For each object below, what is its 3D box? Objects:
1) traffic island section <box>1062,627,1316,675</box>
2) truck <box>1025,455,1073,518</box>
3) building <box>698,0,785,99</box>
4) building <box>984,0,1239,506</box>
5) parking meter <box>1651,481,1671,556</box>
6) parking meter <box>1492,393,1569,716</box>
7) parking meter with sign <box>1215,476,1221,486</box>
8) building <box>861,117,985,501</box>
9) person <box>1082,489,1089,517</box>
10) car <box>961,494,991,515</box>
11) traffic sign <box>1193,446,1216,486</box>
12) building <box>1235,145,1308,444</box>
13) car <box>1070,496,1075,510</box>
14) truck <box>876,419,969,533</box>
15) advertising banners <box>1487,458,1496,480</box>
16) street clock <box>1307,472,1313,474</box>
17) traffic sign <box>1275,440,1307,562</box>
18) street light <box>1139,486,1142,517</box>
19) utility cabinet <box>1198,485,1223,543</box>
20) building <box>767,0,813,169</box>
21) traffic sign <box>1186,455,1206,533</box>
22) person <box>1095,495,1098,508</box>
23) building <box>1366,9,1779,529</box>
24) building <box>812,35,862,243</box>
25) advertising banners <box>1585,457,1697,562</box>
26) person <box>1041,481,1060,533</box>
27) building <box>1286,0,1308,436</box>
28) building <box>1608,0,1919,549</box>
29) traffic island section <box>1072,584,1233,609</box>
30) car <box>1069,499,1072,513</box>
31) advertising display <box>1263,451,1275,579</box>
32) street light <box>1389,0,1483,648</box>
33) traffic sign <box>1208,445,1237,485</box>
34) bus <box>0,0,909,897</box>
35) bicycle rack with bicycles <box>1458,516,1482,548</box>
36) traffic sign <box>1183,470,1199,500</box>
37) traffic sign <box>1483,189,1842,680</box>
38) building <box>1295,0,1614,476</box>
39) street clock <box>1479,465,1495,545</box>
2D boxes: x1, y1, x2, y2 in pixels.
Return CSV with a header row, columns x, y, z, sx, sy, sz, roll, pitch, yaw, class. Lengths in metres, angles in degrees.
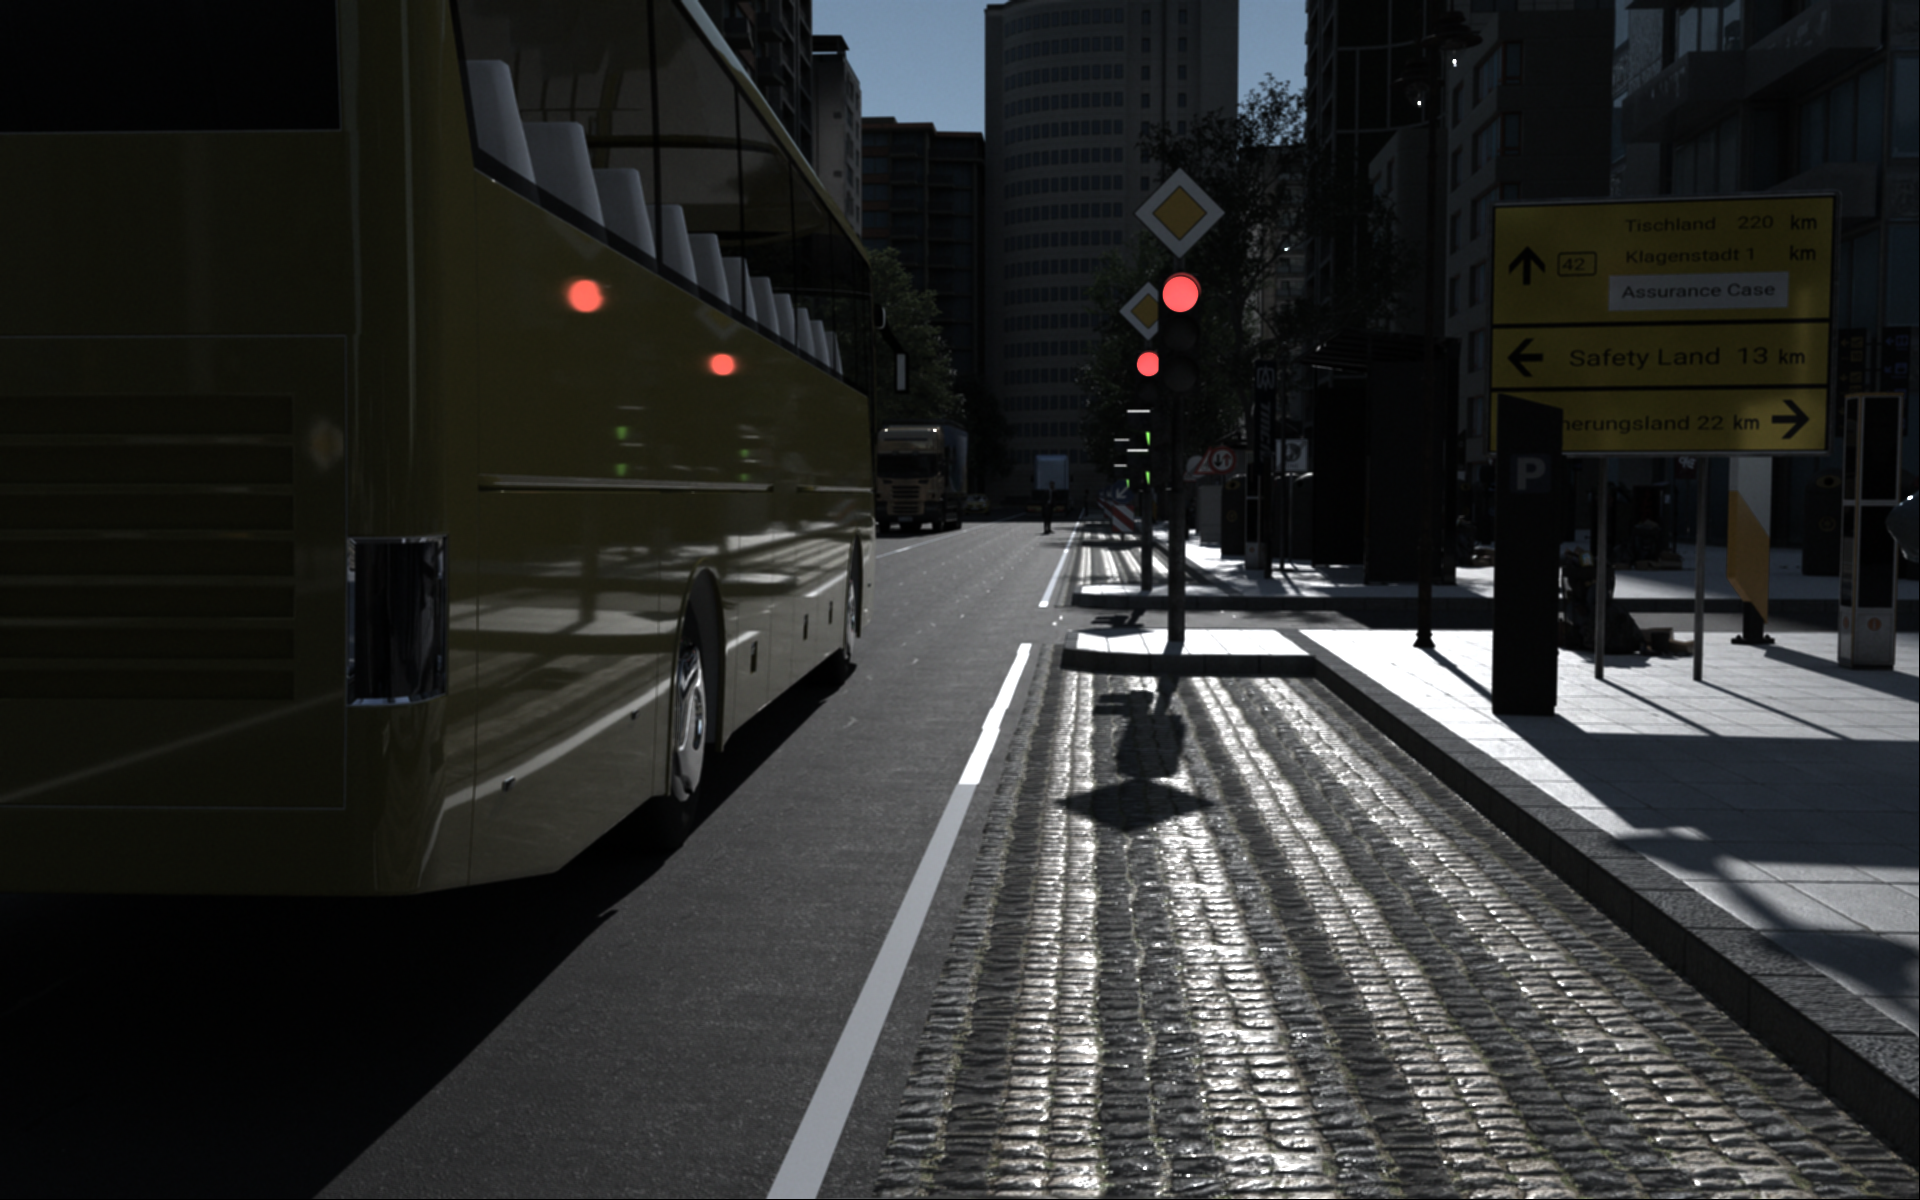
x,y,z,sx,sy,sz,roll,pitch,yaw,class
1.912,0.436,15.145,2.009,0.180,2.903,0,4,4,traffic island section
5.812,-7.523,112.758,2.967,4.110,18.799,0,4,4,truck
-23.766,-28.151,114.896,22.147,44.769,28.867,0,4,4,building
17.132,-40.324,201.297,28.212,58.520,21.231,0,4,4,building
13.551,-1.538,33.554,0.372,1.533,0.369,0,3,0,parking meter
3.323,-0.268,10.090,0.399,1.863,0.255,1,4,16,parking meter
11.471,-4.833,75.282,1.738,3.016,0.543,-1,4,-15,parking meter with sign
-11.298,-33.616,204.244,28.867,44.769,22.147,0,4,4,building
7.919,-6.139,109.586,0.721,1.735,1.217,-1,4,-11,person
1.132,-6.558,117.449,2.015,1.641,3.980,0,4,4,car
6.742,-2.860,46.773,0.884,2.594,0.081,0,4,7,traffic sign
38.329,-31.398,196.944,14.086,41.232,14.154,0,4,4,building
9.339,-8.832,156.764,2.083,1.381,4.827,0,4,5,car
-1.447,-4.784,67.127,2.839,4.237,11.283,0,4,6,truck
18.287,-3.960,60.939,0.090,3.025,2.074,-1,4,-11,advertising banners
11.457,-3.167,56.353,0.471,2.002,0.358,1,4,16,street clock
6.196,-1.855,32.455,0.606,2.300,0.079,1,4,11,traffic sign
10.165,-7.609,97.197,0.468,5.910,1.993,0,4,4,street light
6.804,-2.202,44.684,1.173,1.500,0.318,2,4,35,utility cabinet
-20.469,-42.835,138.605,20.563,71.187,20.611,0,4,4,building
7.803,-3.479,56.988,0.768,2.556,0.104,1,4,13,traffic sign
13.282,-9.580,165.851,1.217,1.743,0.721,1,4,22,person
34.108,-14.108,75.705,27.650,21.520,28.899,0,4,4,building
-16.315,-29.011,157.928,14.086,41.232,14.154,0,4,4,building
12.434,-2.155,31.428,2.074,3.025,0.090,0,4,4,advertising banners
3.341,-3.422,63.816,0.648,1.900,0.474,-3,4,-36,person
37.358,-50.832,143.776,22.319,86.520,31.000,0,4,4,building
32.640,-25.925,43.489,30.456,49.044,23.786,0,4,4,building
2.510,-0.051,23.107,2.009,0.180,2.903,0,4,4,traffic island section
7.416,-7.352,129.988,2.009,1.686,4.222,0,4,6,car
4.743,-1.307,26.584,0.123,1.923,0.974,1,4,13,advertising display
3.897,-2.543,14.363,0.468,5.910,1.993,0,4,4,street light
6.894,-2.778,45.532,0.768,2.556,0.104,1,4,12,traffic sign
-2.164,-1.117,9.810,2.896,3.916,12.252,0,4,2,bus
10.769,-1.673,40.732,2.925,0.926,2.852,0,4,6,bicycle rack with bicycles
10.193,-4.723,77.219,0.884,2.594,0.081,0,4,7,traffic sign
4.767,-1.102,11.891,2.265,3.308,0.079,1,4,11,traffic sign
33.188,-41.619,118.726,20.563,71.187,20.611,0,4,4,building
13.253,-2.385,43.572,0.358,2.002,0.471,3,5,40,street clock
